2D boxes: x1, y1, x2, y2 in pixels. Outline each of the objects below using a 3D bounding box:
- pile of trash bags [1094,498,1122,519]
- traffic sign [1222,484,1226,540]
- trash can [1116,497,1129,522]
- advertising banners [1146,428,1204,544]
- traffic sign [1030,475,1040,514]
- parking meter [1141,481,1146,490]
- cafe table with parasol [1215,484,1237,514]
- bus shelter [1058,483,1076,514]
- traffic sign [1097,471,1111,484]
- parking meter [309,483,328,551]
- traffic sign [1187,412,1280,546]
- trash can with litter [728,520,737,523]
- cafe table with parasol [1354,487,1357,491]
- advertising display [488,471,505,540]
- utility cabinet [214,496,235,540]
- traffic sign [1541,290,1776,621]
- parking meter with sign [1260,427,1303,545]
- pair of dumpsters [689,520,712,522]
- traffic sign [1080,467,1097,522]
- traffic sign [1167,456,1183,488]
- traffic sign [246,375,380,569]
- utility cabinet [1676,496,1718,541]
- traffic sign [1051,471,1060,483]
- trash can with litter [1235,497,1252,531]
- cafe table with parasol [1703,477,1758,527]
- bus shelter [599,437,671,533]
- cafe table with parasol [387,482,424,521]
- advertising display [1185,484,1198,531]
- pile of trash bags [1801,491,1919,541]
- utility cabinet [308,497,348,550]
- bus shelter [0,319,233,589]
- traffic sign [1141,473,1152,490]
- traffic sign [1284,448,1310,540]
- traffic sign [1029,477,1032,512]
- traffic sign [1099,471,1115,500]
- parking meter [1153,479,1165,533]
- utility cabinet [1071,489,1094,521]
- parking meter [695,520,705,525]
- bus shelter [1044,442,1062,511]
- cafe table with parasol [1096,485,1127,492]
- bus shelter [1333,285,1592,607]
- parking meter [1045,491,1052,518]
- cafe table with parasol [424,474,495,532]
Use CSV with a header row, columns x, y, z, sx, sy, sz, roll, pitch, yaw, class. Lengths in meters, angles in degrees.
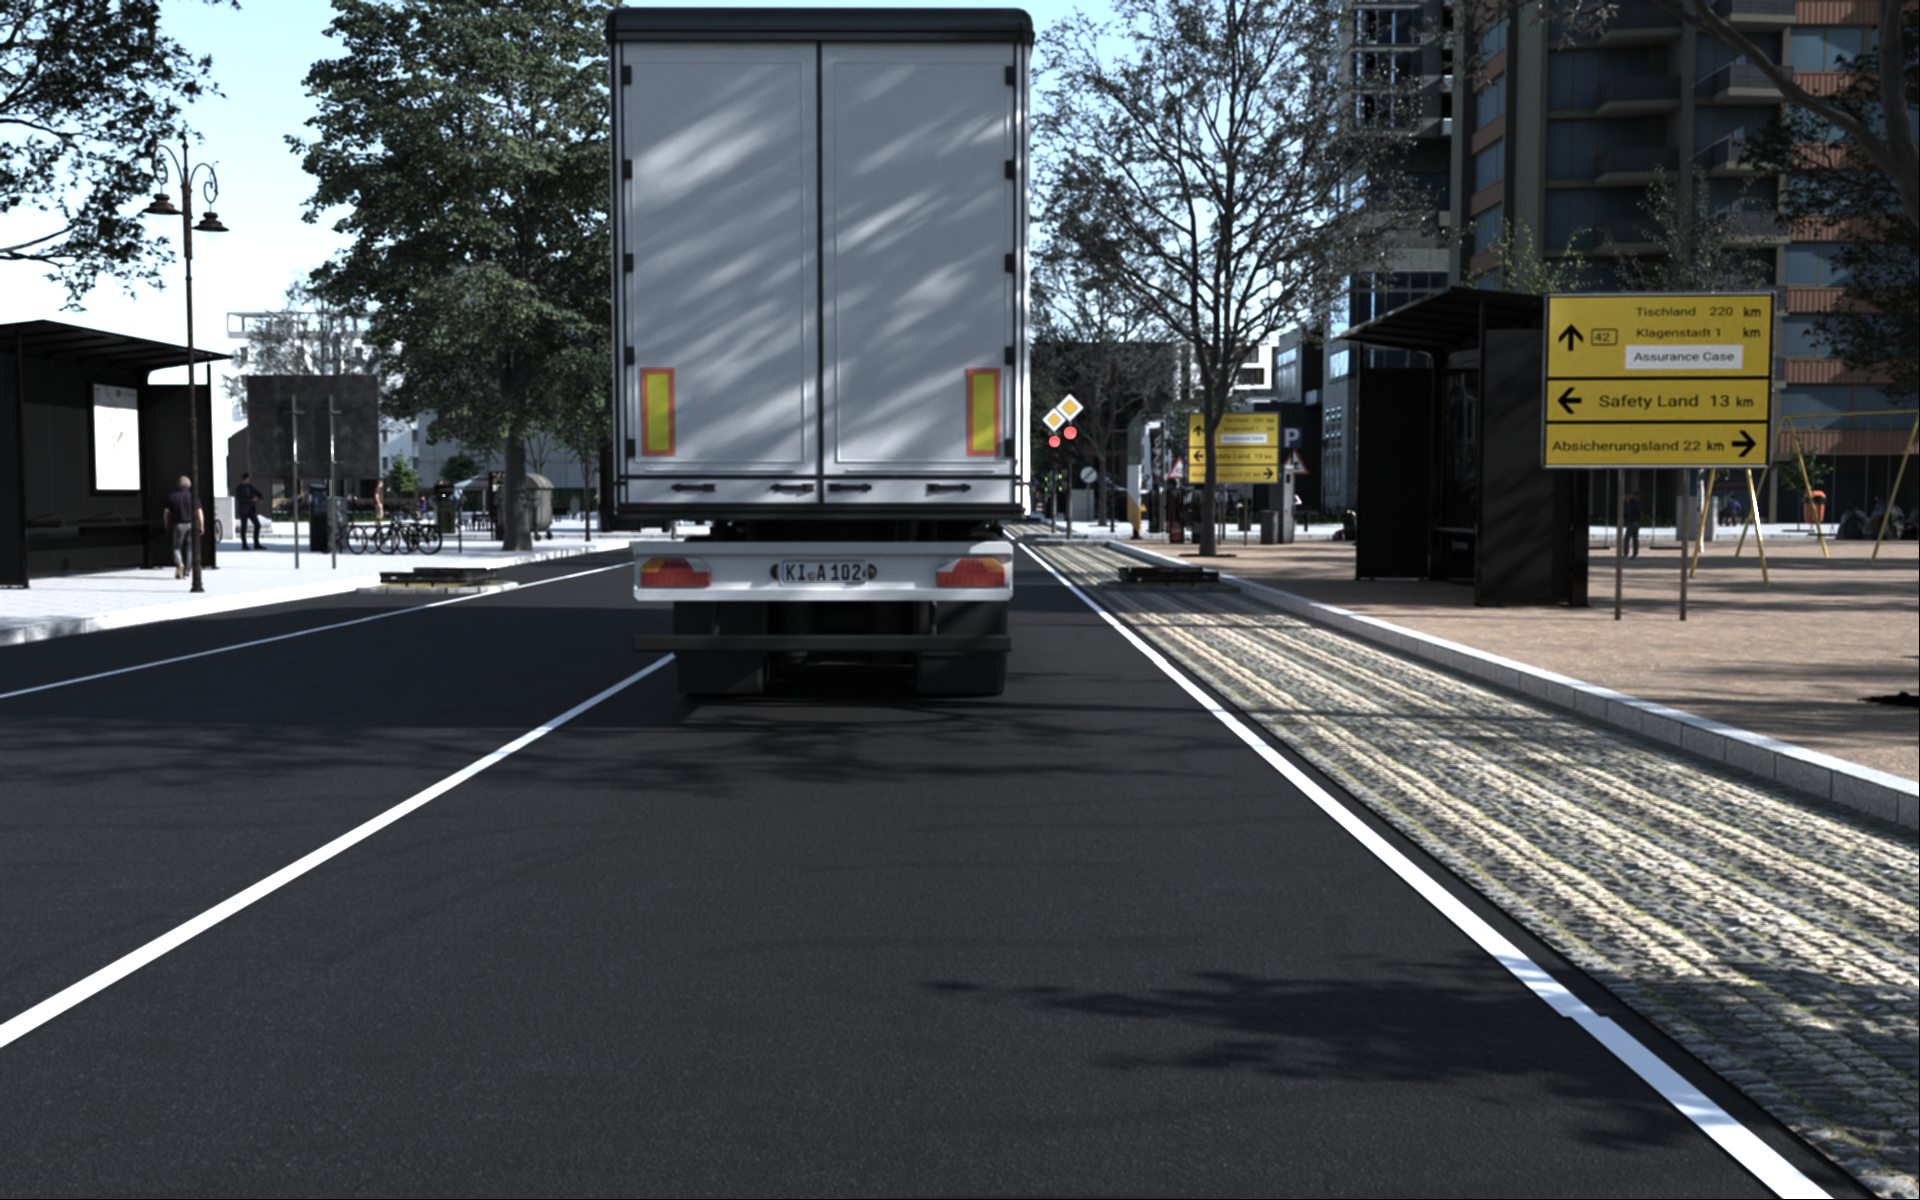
x,y,z,sx,sy,sz,roll,pitch,yaw,class
7.306,-4.791,88.090,1.912,1.369,3.447,3,5,43,pile of trash bags
7.449,-2.981,48.849,0.768,2.556,0.104,0,4,7,traffic sign
7.580,-4.172,79.861,0.748,1.137,0.748,0,3,0,trash can
5.694,-2.999,45.225,0.090,3.025,2.074,-3,5,-41,advertising banners
4.895,-6.852,112.139,0.768,2.556,0.104,0,4,2,traffic sign
8.214,-4.442,78.332,0.399,1.863,0.255,-3,4,-37,parking meter
16.940,-6.602,112.809,2.610,1.966,2.610,-1,4,-16,cafe table with parasol
7.134,-7.497,113.856,1.731,3.624,6.357,0,4,0,bus shelter
7.873,-5.786,94.708,0.768,2.556,0.104,0,4,5,traffic sign
-14.387,-1.862,38.853,0.372,1.533,0.369,0,3,0,parking meter
6.780,-3.004,42.989,2.265,3.308,0.079,1,4,9,traffic sign
-10.116,-3.918,75.452,1.055,1.170,0.624,-2,4,-33,trash can with litter
16.832,-3.868,68.109,2.610,1.966,2.610,3,4,36,cafe table with parasol
-12.964,-2.661,48.723,0.123,1.923,0.974,1,4,13,advertising display
-20.869,-2.283,48.487,1.020,1.237,0.306,-1,4,-10,utility cabinet
7.014,-1.444,17.487,2.265,3.308,0.079,0,4,4,traffic sign
8.231,-2.950,44.492,0.543,3.016,1.738,2,4,31,parking meter with sign
-11.997,-4.851,81.815,1.574,2.255,4.437,0,3,0,pair of dumpsters
5.960,-4.910,80.382,0.768,2.556,0.104,0,4,2,traffic sign
7.503,-3.620,59.191,0.884,2.594,0.081,0,4,7,traffic sign
-11.064,-2.187,29.637,2.265,3.308,0.079,0,4,2,traffic sign
20.188,-2.220,47.453,0.306,1.237,1.020,-3,5,-42,utility cabinet
4.942,-5.659,92.258,0.795,2.593,0.064,0,4,6,traffic sign
9.894,-3.015,60.678,0.624,1.170,1.055,0,4,2,trash can with litter
30.583,-3.921,68.966,2.610,1.966,2.610,-1,4,-18,cafe table with parasol
-11.149,-4.244,60.675,1.731,3.624,6.357,0,3,0,bus shelter
-26.785,-4.853,84.215,2.610,1.966,2.610,2,4,34,cafe table with parasol
8.027,-3.356,60.085,0.123,1.923,0.974,-1,4,-13,advertising display
25.085,-2.347,48.127,3.447,1.369,1.912,0,4,-5,pile of trash bags
-14.527,-1.755,39.855,0.306,1.237,1.020,1,4,18,utility cabinet
-13.166,-2.148,26.397,1.731,3.624,6.357,0,4,0,bus shelter
8.988,-4.988,83.684,0.606,2.300,0.079,0,4,5,traffic sign
9.205,-2.924,47.806,0.884,2.594,0.081,0,4,4,traffic sign
5.122,-7.687,125.782,0.768,2.556,0.104,0,4,1,traffic sign
8.322,-5.998,98.064,0.884,2.594,0.081,0,4,5,traffic sign
6.597,-3.166,57.471,0.399,1.863,0.255,-3,5,-40,parking meter
5.649,-4.425,81.020,1.173,1.500,0.318,-1,4,-10,utility cabinet
-10.820,-4.052,71.966,0.255,1.863,0.399,2,4,30,parking meter
7.091,-9.133,126.964,2.179,5.291,8.768,0,3,0,bus shelter
11.097,-7.350,125.040,2.610,1.966,2.610,0,4,-1,cafe table with parasol
6.384,-1.919,22.658,1.731,3.624,6.357,0,3,0,bus shelter
4.651,-5.056,91.082,0.372,1.533,0.369,0,3,0,parking meter
-16.433,-3.348,59.610,2.610,1.966,2.610,1,4,21,cafe table with parasol
